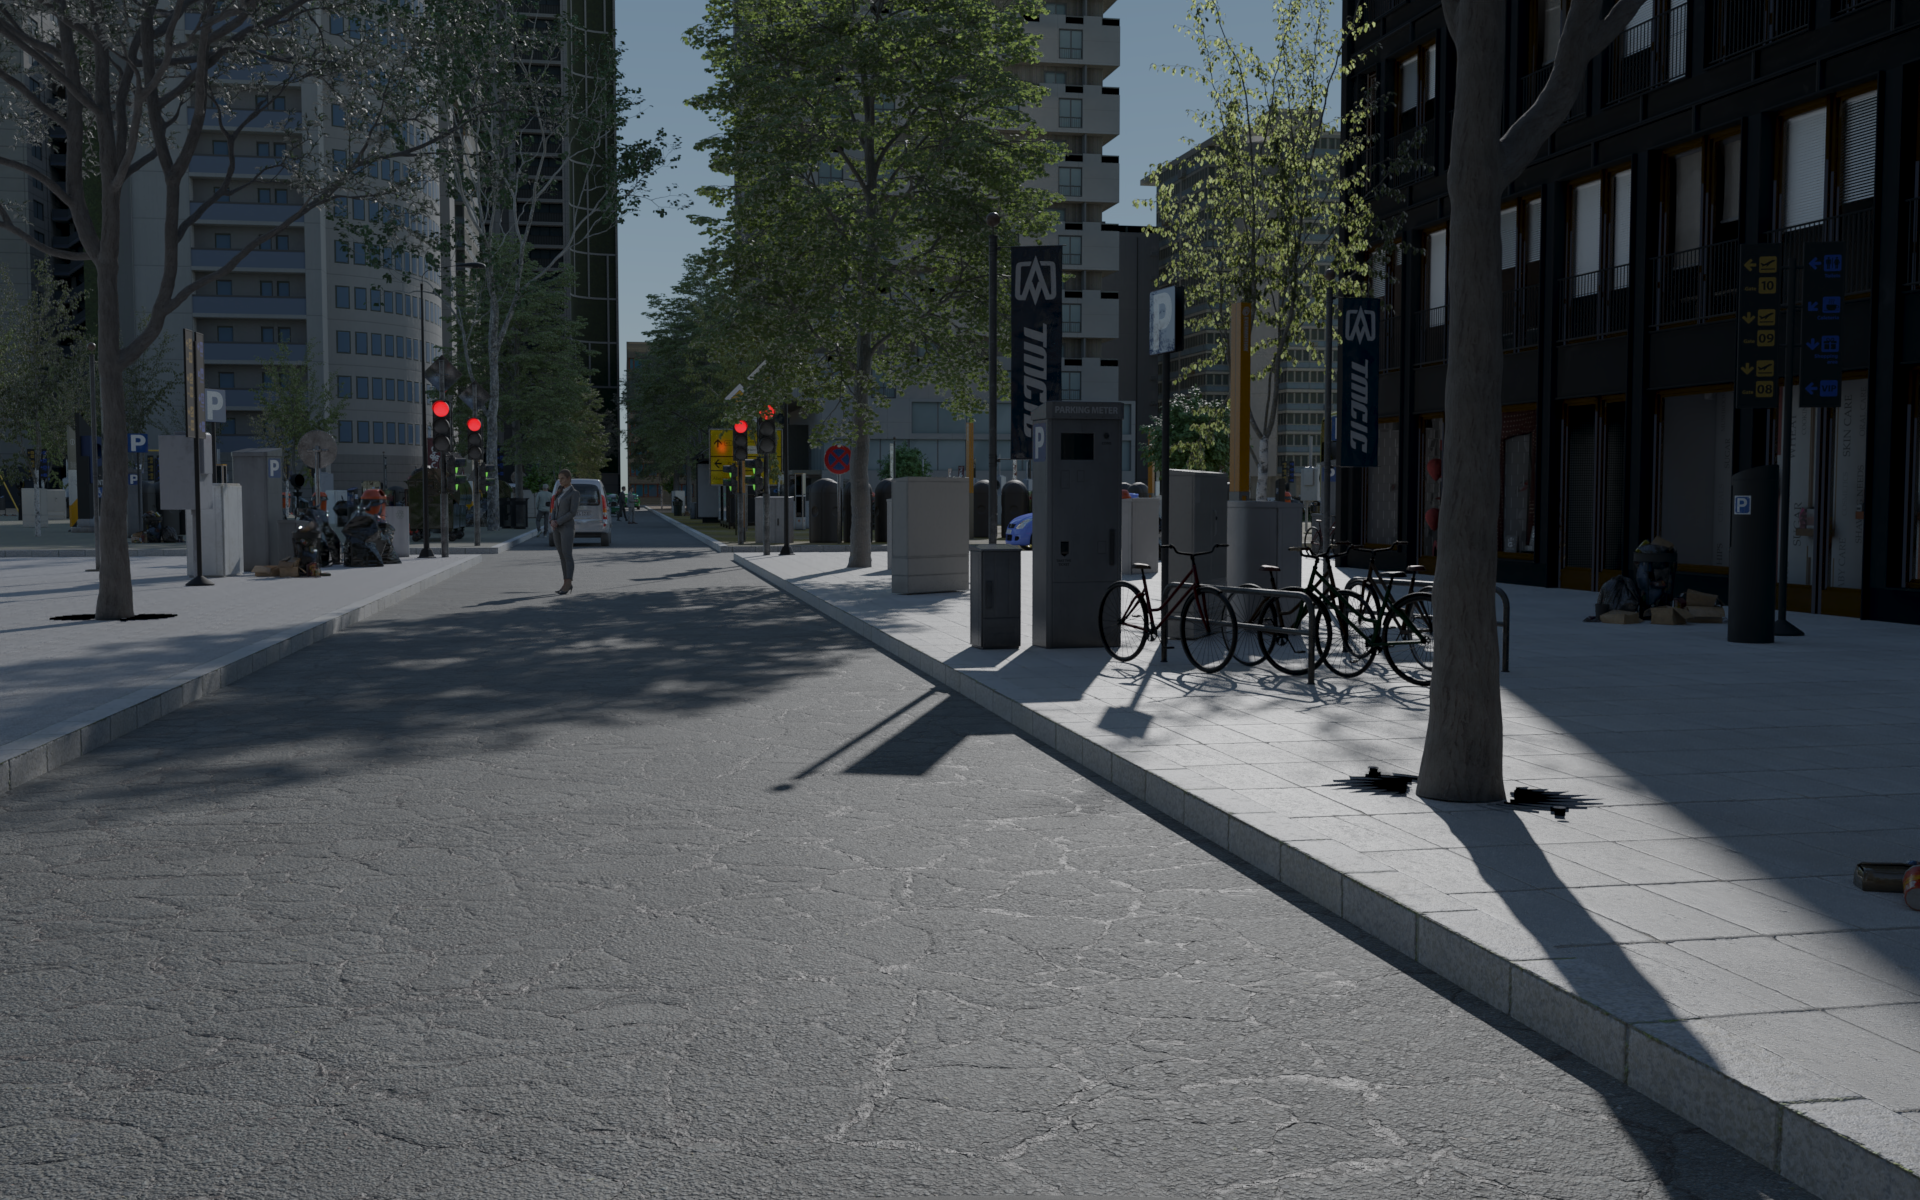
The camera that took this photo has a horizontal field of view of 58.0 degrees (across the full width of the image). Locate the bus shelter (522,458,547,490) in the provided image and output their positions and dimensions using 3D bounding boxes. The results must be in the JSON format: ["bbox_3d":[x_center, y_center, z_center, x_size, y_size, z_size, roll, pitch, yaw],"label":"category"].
[{"bbox_3d":[-26.102,-7.066,106.812,1.731,3.624,6.357,-1,4,-11],"label":"bus shelter"}]

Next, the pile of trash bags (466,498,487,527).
[{"bbox_3d":[-19.984,-3.591,68.472,3.447,1.369,1.912,1,4,21],"label":"pile of trash bags"}]

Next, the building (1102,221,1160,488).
[{"bbox_3d":[12.740,-25.396,186.925,14.107,30.474,14.160,-1,4,-11],"label":"building"}]

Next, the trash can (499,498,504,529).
[{"bbox_3d":[-16.820,-3.226,64.403,0.748,1.137,0.748,0,3,0],"label":"trash can"}]

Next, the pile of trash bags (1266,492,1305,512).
[{"bbox_3d":[16.647,-4.623,85.344,3.447,1.369,1.912,0,3,0],"label":"pile of trash bags"}]

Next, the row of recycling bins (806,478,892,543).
[{"bbox_3d":[-2.287,-2.391,46.207,3.534,1.692,1.069,-2,4,-24],"label":"row of recycling bins"}]

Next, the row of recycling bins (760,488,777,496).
[{"bbox_3d":[-10.888,-6.133,107.383,3.534,1.692,1.069,1,4,19],"label":"row of recycling bins"}]

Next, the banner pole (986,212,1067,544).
[{"bbox_3d":[0.519,-1.556,15.453,0.863,3.779,0.401,1,4,13],"label":"banner pole"}]

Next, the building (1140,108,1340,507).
[{"bbox_3d":[33.439,-29.905,180.831,23.993,40.220,32.217,-1,4,-11],"label":"building"}]

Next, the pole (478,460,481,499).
[{"bbox_3d":[-26.388,-6.183,94.929,0.158,3.312,0.155,0,3,0],"label":"pole"}]

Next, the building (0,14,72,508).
[{"bbox_3d":[-94.570,-44.214,161.159,20.611,71.187,20.563,-1,4,-11],"label":"building"}]

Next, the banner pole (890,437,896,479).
[{"bbox_3d":[-2.913,-5.211,75.218,0.401,3.779,0.863,1,4,16],"label":"banner pole"}]

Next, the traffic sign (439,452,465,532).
[{"bbox_3d":[-15.365,-3.198,52.396,0.768,2.556,0.104,0,4,-5],"label":"traffic sign"}]

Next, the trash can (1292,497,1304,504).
[{"bbox_3d":[19.036,-5.252,97.529,0.748,1.137,0.748,0,3,0],"label":"trash can"}]

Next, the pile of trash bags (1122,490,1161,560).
[{"bbox_3d":[3.240,-1.536,34.872,1.912,1.369,3.447,0,4,4],"label":"pile of trash bags"}]

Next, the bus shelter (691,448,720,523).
[{"bbox_3d":[-10.465,-4.937,74.649,2.014,3.302,5.546,-1,4,-11],"label":"bus shelter"}]

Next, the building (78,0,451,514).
[{"bbox_3d":[-48.952,-35.693,125.578,21.231,58.520,28.212,-1,4,-11],"label":"building"}]

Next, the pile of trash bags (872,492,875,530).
[{"bbox_3d":[-2.539,-3.243,62.778,1.912,1.369,3.447,-3,4,-37],"label":"pile of trash bags"}]

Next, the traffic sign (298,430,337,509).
[{"bbox_3d":[-12.775,-2.101,34.460,0.768,2.556,0.104,0,4,-6],"label":"traffic sign"}]

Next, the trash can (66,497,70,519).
[{"bbox_3d":[-46.635,-4.802,90.169,0.748,1.137,0.748,0,3,0],"label":"trash can"}]

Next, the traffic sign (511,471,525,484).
[{"bbox_3d":[-23.918,-5.730,93.784,0.768,2.556,0.104,0,4,-5],"label":"traffic sign"}]

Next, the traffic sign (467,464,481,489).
[{"bbox_3d":[-19.709,-4.333,70.852,0.884,2.594,0.081,0,4,-8],"label":"traffic sign"}]

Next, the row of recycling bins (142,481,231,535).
[{"bbox_3d":[-24.643,-2.889,54.352,1.069,1.692,3.534,1,4,19],"label":"row of recycling bins"}]

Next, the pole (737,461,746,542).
[{"bbox_3d":[-5.843,-3.207,46.277,0.158,3.312,0.155,0,3,0],"label":"pole"}]

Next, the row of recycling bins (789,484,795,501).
[{"bbox_3d":[-5.528,-3.889,70.692,3.534,1.692,1.069,2,4,28],"label":"row of recycling bins"}]

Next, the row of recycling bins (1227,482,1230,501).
[{"bbox_3d":[8.980,-3.400,62.698,1.069,1.692,3.534,-2,4,-25],"label":"row of recycling bins"}]

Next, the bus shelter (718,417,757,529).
[{"bbox_3d":[-8.455,-5.480,67.228,2.179,5.291,8.768,-1,4,-11],"label":"bus shelter"}]

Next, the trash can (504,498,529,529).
[{"bbox_3d":[-16.117,-3.162,63.345,0.748,1.137,0.748,0,3,0],"label":"trash can"}]

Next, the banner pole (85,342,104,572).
[{"bbox_3d":[-14.288,-2.380,28.929,0.401,3.779,0.863,1,4,13],"label":"banner pole"}]

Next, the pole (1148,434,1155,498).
[{"bbox_3d":[5.965,-3.681,54.033,0.158,3.312,0.155,0,3,0],"label":"pole"}]

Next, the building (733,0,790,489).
[{"bbox_3d":[-12.008,-38.612,173.299,21.231,58.520,28.212,-1,4,-11],"label":"building"}]

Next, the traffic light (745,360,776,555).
[{"bbox_3d":[-4.074,-2.893,36.221,0.839,4.253,0.868,-1,4,-11],"label":"traffic light"}]

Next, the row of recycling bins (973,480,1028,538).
[{"bbox_3d":[1.194,-2.692,51.123,3.534,1.692,1.069,0,4,4],"label":"row of recycling bins"}]

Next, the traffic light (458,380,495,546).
[{"bbox_3d":[-11.945,-3.296,42.808,0.839,4.253,0.868,-1,4,-11],"label":"traffic light"}]

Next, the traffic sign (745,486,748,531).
[{"bbox_3d":[-7.365,-3.652,59.708,0.884,2.594,0.081,0,4,-4],"label":"traffic sign"}]

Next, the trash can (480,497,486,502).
[{"bbox_3d":[-21.652,-4.101,78.712,0.748,1.137,0.748,0,3,0],"label":"trash can"}]

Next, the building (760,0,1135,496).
[{"bbox_3d":[-2.366,-34.116,147.027,28.713,52.752,27.495,-1,4,-11],"label":"building"}]

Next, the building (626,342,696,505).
[{"bbox_3d":[-28.185,-23.132,223.251,28.899,21.520,27.650,-1,4,-11],"label":"building"}]

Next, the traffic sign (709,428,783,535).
[{"bbox_3d":[-6.650,-3.669,53.866,2.265,3.308,0.079,-1,4,-9],"label":"traffic sign"}]

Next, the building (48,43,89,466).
[{"bbox_3d":[-77.991,-31.666,167.857,14.200,45.320,14.600,-1,4,-11],"label":"building"}]

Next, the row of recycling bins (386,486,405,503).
[{"bbox_3d":[-29.240,-5.054,89.740,1.069,1.692,3.534,-1,4,-19],"label":"row of recycling bins"}]

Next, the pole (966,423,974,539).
[{"bbox_3d":[0.280,-3.402,49.458,0.158,3.312,0.155,0,3,0],"label":"pole"}]

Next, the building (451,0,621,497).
[{"bbox_3d":[-52.743,-47.428,213.700,20.611,71.187,20.563,-1,4,-11],"label":"building"}]

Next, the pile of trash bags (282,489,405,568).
[{"bbox_3d":[-11.169,-1.345,31.741,1.912,1.369,3.447,0,4,-3],"label":"pile of trash bags"}]

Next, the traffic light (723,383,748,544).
[{"bbox_3d":[-5.606,-3.372,44.058,0.839,4.253,0.868,-1,4,-11],"label":"traffic light"}]

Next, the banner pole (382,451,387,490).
[{"bbox_3d":[-33.716,-6.825,101.601,0.401,3.779,0.863,0,4,-3],"label":"banner pole"}]

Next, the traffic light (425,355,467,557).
[{"bbox_3d":[-10.413,-2.816,34.971,0.839,4.253,0.868,-1,4,-11],"label":"traffic light"}]

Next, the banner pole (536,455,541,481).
[{"bbox_3d":[-24.004,-6.646,98.679,0.401,3.779,0.863,0,4,6],"label":"banner pole"}]

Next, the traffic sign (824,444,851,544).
[{"bbox_3d":[-3.118,-2.720,44.570,0.768,2.556,0.104,-1,4,-8],"label":"traffic sign"}]

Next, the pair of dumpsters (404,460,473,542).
[{"bbox_3d":[-14.621,-2.817,48.548,1.574,2.255,4.437,-1,4,-11],"label":"pair of dumpsters"}]

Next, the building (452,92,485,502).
[{"bbox_3d":[-57.431,-28.776,162.364,23.993,40.220,32.217,-1,4,-11],"label":"building"}]

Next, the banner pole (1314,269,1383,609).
[{"bbox_3d":[4.337,-1.799,19.437,0.863,3.779,0.401,-1,4,-15],"label":"banner pole"}]

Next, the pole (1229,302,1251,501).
[{"bbox_3d":[3.000,-1.513,18.574,0.158,3.312,0.155,0,3,0],"label":"pole"}]

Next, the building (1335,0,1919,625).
[{"bbox_3d":[14.133,-11.833,23.154,12.332,23.373,15.834,-1,4,-11],"label":"building"}]

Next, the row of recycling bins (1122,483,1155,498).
[{"bbox_3d":[5.852,-3.440,63.351,1.069,1.692,3.534,-1,4,-22],"label":"row of recycling bins"}]

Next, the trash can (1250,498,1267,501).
[{"bbox_3d":[9.847,-2.817,57.715,0.748,1.137,0.748,0,3,0],"label":"trash can"}]

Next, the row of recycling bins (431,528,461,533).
[{"bbox_3d":[-17.245,-3.119,58.111,1.069,1.692,3.534,-1,4,-18],"label":"row of recycling bins"}]
